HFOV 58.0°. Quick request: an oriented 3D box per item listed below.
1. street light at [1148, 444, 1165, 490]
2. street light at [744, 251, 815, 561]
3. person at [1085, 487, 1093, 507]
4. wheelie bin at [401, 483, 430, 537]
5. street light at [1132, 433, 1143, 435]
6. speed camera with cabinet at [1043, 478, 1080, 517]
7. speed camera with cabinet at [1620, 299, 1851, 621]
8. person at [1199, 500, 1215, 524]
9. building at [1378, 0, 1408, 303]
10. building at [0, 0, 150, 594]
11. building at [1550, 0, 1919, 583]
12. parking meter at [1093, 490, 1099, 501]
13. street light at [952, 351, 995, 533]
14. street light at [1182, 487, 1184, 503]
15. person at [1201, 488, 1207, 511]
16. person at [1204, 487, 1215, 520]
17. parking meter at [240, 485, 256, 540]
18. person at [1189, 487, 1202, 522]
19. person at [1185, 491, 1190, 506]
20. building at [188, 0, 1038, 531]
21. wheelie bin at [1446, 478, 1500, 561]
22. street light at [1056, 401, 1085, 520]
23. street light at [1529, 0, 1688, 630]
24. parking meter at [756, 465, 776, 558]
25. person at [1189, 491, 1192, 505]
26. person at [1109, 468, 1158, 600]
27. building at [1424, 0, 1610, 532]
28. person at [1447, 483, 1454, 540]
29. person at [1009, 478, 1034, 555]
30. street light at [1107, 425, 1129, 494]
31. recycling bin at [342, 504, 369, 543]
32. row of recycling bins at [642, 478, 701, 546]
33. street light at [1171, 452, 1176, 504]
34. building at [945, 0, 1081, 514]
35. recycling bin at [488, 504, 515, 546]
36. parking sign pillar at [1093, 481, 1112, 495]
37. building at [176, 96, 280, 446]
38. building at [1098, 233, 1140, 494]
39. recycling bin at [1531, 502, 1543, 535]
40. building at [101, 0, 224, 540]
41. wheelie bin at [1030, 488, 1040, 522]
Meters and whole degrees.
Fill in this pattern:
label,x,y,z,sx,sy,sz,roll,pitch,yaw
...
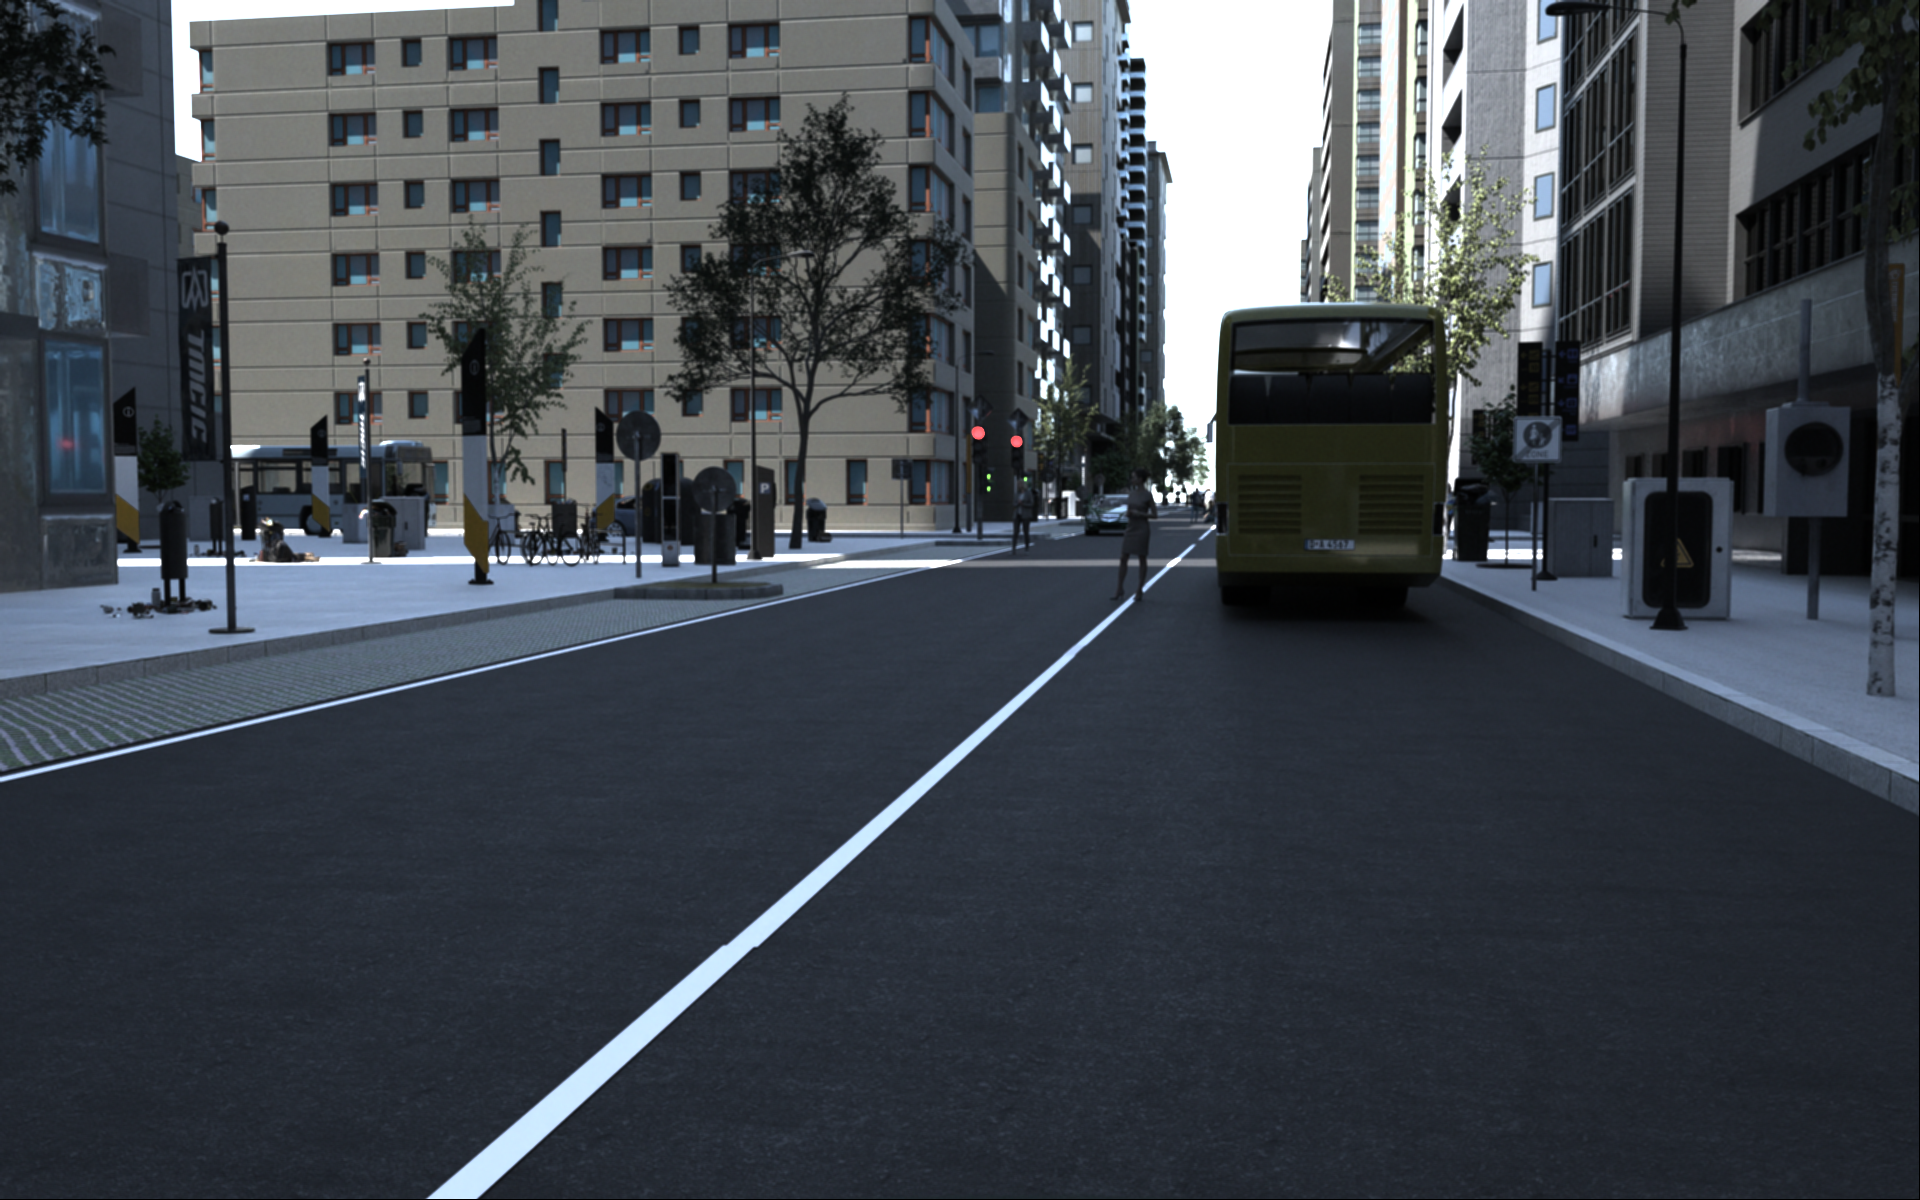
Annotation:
label,x,y,z,sx,sy,sz,roll,pitch,yaw
street light,18.096,-11.562,161.585,1.470,5.913,1.316,1,4,10
street light,-3.463,-3.718,33.328,1.470,5.913,1.316,1,4,10
person,6.102,-4.552,83.175,0.600,1.795,0.529,0,4,7
wheelie bin,-16.162,-2.665,51.481,0.693,1.594,0.980,2,4,26
street light,13.216,-9.751,131.972,1.470,5.913,1.316,1,4,10
speed camera with cabinet,5.627,-6.201,95.729,2.038,3.252,0.660,0,4,6
speed camera with cabinet,7.885,-1.426,17.657,2.038,3.252,0.660,1,4,12
person,11.862,-4.163,82.064,0.738,1.151,1.012,-1,4,-19
building,33.133,-27.847,105.417,14.600,45.320,14.200,1,4,10
building,-23.522,-24.000,12.013,23.786,49.044,30.456,1,4,10
building,18.917,-12.684,26.454,14.314,24.678,30.058,1,4,10
parking meter,8.938,-6.457,113.981,0.372,1.533,0.369,0,3,0
street light,0.433,-5.136,56.507,1.470,5.913,1.316,1,4,10
street light,26.961,-14.767,213.977,1.470,5.913,1.316,1,4,10
person,17.792,-7.165,125.416,0.659,1.850,0.755,3,4,37
person,13.412,-5.187,93.537,0.641,1.798,0.478,-1,4,-22
parking meter,-19.830,-2.436,48.242,0.372,1.533,0.369,0,3,0
person,11.903,-4.811,87.506,0.623,1.781,0.721,0,4,3
person,24.575,-10.864,186.852,0.721,1.736,1.217,2,4,28
building,-12.096,-14.097,75.525,27.650,21.520,28.899,1,4,10
wheelie bin,9.811,-1.541,33.105,0.980,1.594,0.693,0,4,8
street light,5.519,-6.982,86.694,1.470,5.913,1.316,1,4,10
street light,6.209,-2.682,16.388,1.470,5.913,1.316,1,4,10
parking meter,-3.895,-1.779,34.798,0.399,1.863,0.255,0,4,-1
person,28.966,-12.808,218.000,1.348,1.812,0.705,-3,5,-41
person,2.347,-0.888,23.366,0.599,1.781,0.374,3,5,43
building,32.238,-31.793,61.812,28.212,58.520,21.231,1,4,10
person,14.733,-2.661,52.191,0.537,1.800,0.526,0,4,7
person,1.475,-1.974,40.959,0.537,1.800,0.526,2,4,34
street light,10.475,-8.775,116.018,1.470,5.913,1.316,1,4,10
recycling bin,-15.679,-2.009,45.407,0.722,1.027,0.722,2,4,34
row of recycling bins,-7.436,-2.302,44.757,1.069,1.692,3.534,-1,4,-23
street light,23.096,-13.359,190.957,1.470,5.913,1.316,1,4,10
building,-4.822,-30.091,111.599,23.786,49.044,30.456,1,4,10
recycling bin,-11.573,-1.867,43.079,0.722,1.027,0.722,2,4,24
parking sign pillar,10.430,-8.455,126.710,1.447,3.967,1.447,1,4,20
building,-54.830,-14.697,85.338,28.899,21.520,27.650,1,4,10
building,12.276,-25.645,191.003,14.160,30.474,14.107,1,4,10
recycling bin,18.366,-2.563,54.453,0.722,1.027,0.722,2,4,25
building,-33.831,-36.909,41.715,20.611,71.187,20.563,1,4,10
wheelie bin,3.339,-4.391,79.695,0.693,1.594,0.980,0,4,3
